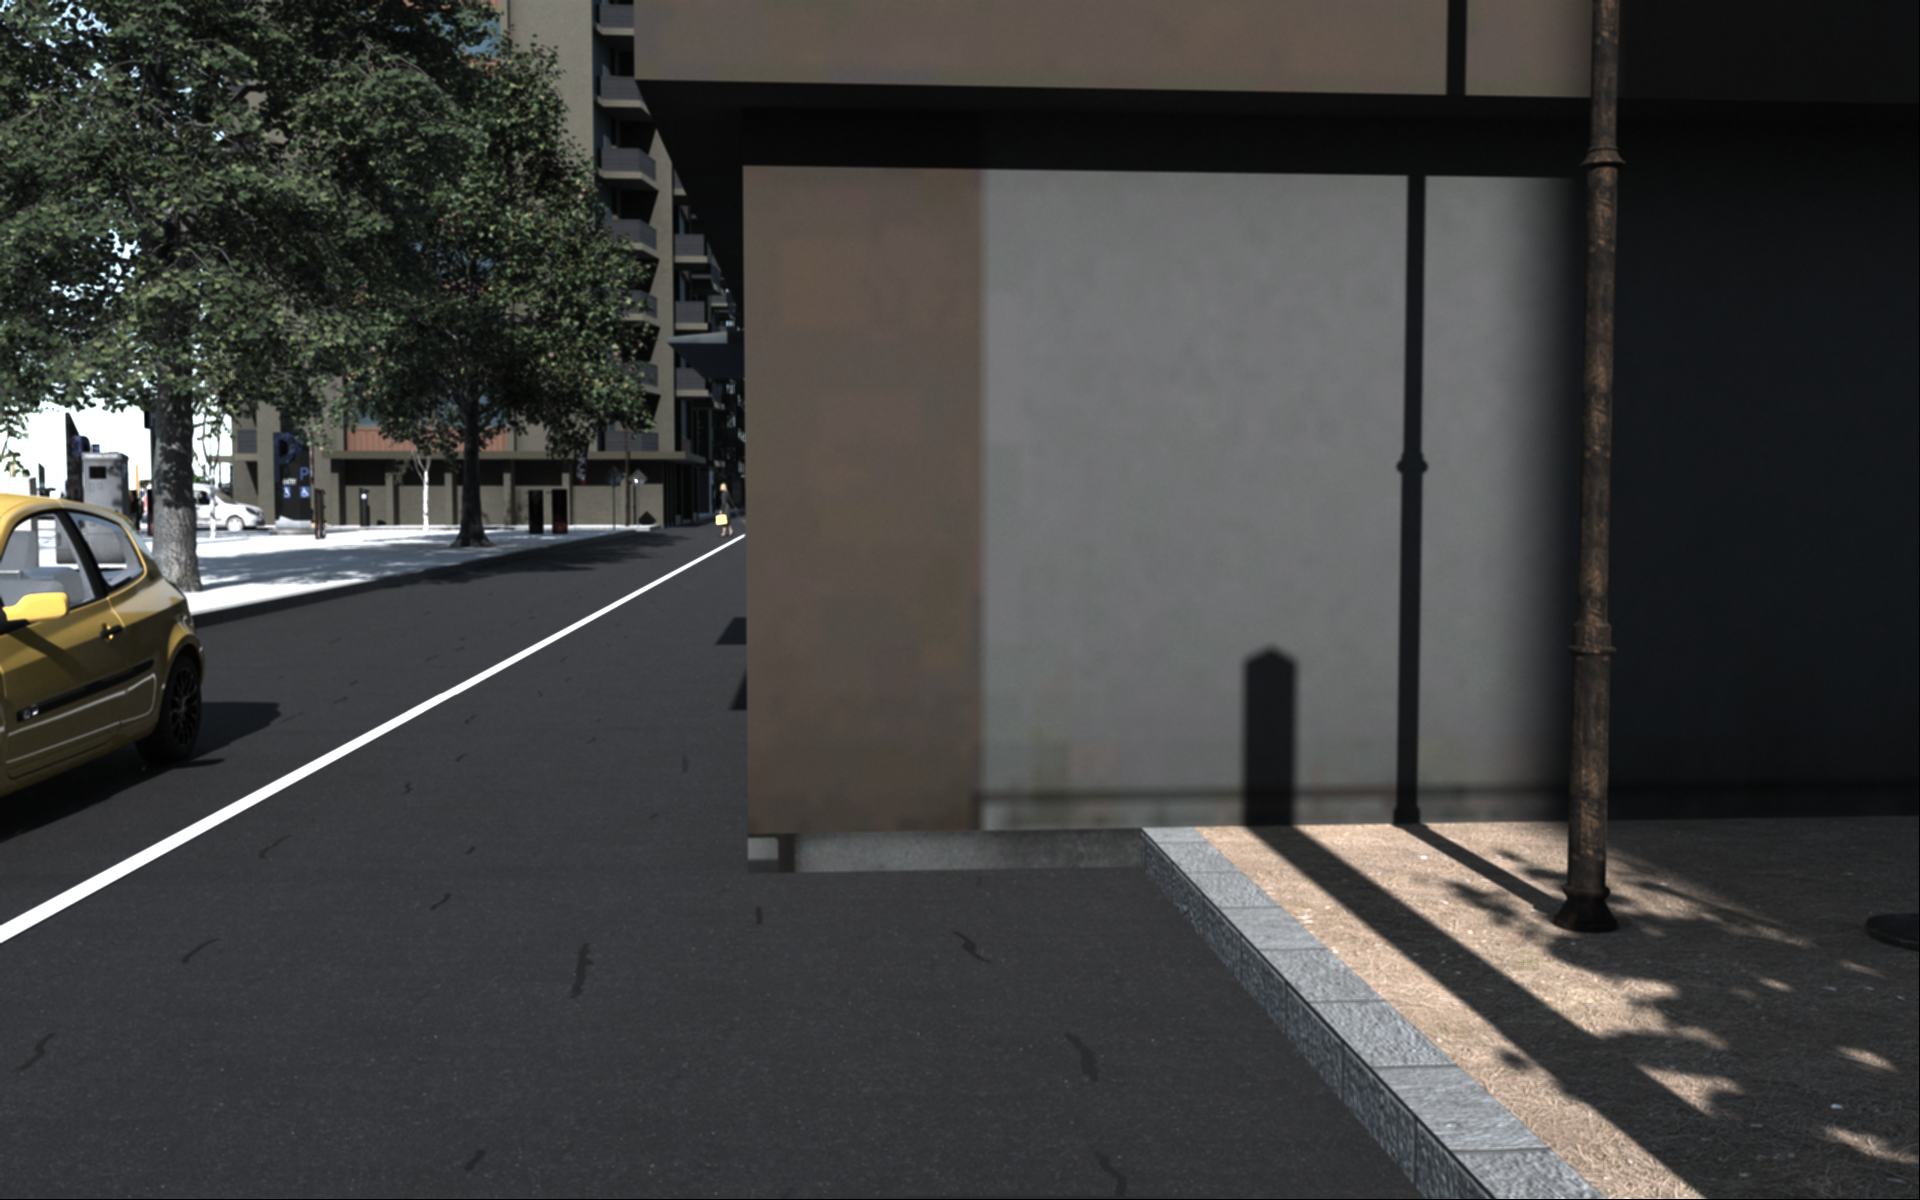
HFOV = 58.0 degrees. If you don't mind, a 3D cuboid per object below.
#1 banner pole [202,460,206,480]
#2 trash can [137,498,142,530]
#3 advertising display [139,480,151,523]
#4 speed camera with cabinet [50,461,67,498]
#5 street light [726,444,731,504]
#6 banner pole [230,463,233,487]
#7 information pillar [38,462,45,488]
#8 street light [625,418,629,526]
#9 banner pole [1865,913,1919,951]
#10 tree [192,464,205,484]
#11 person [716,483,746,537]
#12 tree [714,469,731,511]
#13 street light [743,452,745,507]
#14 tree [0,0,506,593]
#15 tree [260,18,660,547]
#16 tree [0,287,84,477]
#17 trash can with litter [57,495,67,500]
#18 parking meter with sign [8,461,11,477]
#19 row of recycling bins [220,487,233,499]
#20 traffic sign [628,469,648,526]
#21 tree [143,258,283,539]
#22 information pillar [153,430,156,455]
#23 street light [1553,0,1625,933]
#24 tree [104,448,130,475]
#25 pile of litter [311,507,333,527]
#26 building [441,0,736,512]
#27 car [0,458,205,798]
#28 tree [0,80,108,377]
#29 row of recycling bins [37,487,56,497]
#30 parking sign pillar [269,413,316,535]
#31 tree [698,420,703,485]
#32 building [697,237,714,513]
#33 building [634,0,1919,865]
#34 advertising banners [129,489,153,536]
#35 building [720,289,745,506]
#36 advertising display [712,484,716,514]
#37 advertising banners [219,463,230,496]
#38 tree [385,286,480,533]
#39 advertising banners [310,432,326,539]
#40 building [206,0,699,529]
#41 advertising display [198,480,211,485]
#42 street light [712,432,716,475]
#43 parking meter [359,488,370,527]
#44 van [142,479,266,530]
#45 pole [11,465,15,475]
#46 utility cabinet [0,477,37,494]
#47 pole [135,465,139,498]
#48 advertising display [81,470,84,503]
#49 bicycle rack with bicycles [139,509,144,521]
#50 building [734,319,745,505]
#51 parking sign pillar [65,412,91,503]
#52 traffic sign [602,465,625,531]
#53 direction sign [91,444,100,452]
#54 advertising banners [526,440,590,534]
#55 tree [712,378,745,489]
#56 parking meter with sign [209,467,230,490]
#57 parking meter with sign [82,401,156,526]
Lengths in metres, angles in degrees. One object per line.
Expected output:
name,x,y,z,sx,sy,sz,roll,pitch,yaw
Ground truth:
banner pole,-56.153,-8.487,128.783,0.401,3.779,0.863,0,4,-4
trash can,-27.939,-2.852,58.282,0.748,1.137,0.748,0,3,0
advertising display,-36.168,-4.422,77.518,0.974,1.923,0.123,-1,4,-23
speed camera with cabinet,-53.713,-6.663,103.270,0.660,3.252,2.038,-1,4,-15
street light,-19.368,-10.530,144.958,0.468,5.910,1.993,0,4,-5
banner pole,-44.121,-7.072,105.641,0.863,3.779,0.401,-3,5,-40
information pillar,-67.500,-8.317,127.335,0.504,3.616,0.183,1,4,9
street light,-13.254,-5.873,68.809,0.468,5.910,1.993,0,4,-5
banner pole,2.922,-0.922,5.086,0.401,3.779,0.863,1,4,23
tree,-41.762,-6.083,94.062,1.663,3.219,1.824,0,3,0
person,-7.606,-3.039,58.409,1.509,1.804,0.699,-3,5,-39
tree,-18.346,-8.463,132.978,1.663,3.219,1.824,0,3,0
street light,-21.458,-12.216,172.520,0.468,5.910,1.993,0,4,-5
tree,-10.411,-7.083,22.463,9.857,13.997,8.962,0,3,0
tree,-11.798,-7.637,41.875,9.611,12.733,9.660,0,3,0
tree,-27.374,-6.047,49.238,4.737,8.622,4.395,0,3,0
trash can with litter,-48.552,-5.108,94.578,2.233,1.210,1.678,-3,4,-37
parking meter with sign,-50.292,-5.733,89.990,1.738,3.016,0.543,-1,4,-22
row of recycling bins,-40.558,-5.512,97.226,1.069,1.692,3.534,0,4,2
traffic sign,-12.737,-3.968,68.514,0.795,2.450,0.064,0,4,-5
tree,-21.673,-6.096,50.026,4.737,8.622,4.395,0,3,0
information pillar,-19.773,-3.157,42.973,0.504,3.616,0.183,-3,4,-38
street light,1.859,-1.968,4.969,0.468,5.910,1.993,0,4,-5
tree,-36.118,-4.803,73.122,1.663,3.219,1.824,0,3,0
pile of litter,-25.213,-3.273,67.475,1.719,0.858,1.176,-3,5,-42
building,-31.839,-30.679,156.232,22.147,44.769,28.867,0,4,-5
car,-4.871,0.144,7.873,2.015,1.641,3.980,0,4,-6
tree,-23.534,-6.961,39.570,9.928,11.665,9.643,0,3,0
row of recycling bins,-56.611,-6.129,107.323,1.069,1.692,3.534,0,4,1
parking sign pillar,-21.023,-4.039,54.503,1.447,3.967,1.447,2,4,35
tree,-16.758,-9.207,100.891,4.737,8.622,4.395,0,3,0
building,-23.883,-20.955,114.316,14.160,30.474,14.107,0,4,-5
building,5.195,-22.155,12.340,14.600,45.320,14.200,0,4,-5
advertising banners,-24.600,-3.466,52.861,2.074,3.025,0.090,-1,4,-11
building,-34.650,-34.616,185.578,23.786,49.044,30.456,0,4,-5
advertising display,-16.275,-6.681,114.451,0.123,1.923,0.974,0,4,0
advertising banners,-34.803,-5.240,81.865,0.090,3.025,2.074,-1,4,-10
tree,-17.697,-6.551,57.471,4.360,8.622,3.978,0,3,0
advertising banners,-18.285,-3.246,49.263,0.090,3.025,2.074,-1,4,-10
building,-22.895,-26.153,82.228,22.147,44.769,28.867,0,4,-5
advertising display,-35.628,-4.684,81.793,0.974,1.923,0.123,2,4,31
street light,-17.661,-9.245,123.938,0.468,5.910,1.993,0,4,-5
parking meter,-23.542,-3.674,68.486,0.372,1.533,0.369,0,3,0
van,-27.807,-3.474,63.813,4.112,2.044,2.013,0,4,-5
pole,-64.186,-7.561,117.465,0.158,3.312,0.155,0,3,0
utility cabinet,-12.311,-0.805,21.842,1.173,1.500,0.318,-1,4,-12
pole,-57.113,-7.730,120.228,0.158,3.312,0.155,0,3,0
advertising display,-22.189,-2.417,44.738,0.974,1.923,0.123,0,4,8
bicycle rack with bicycles,-38.114,-4.237,82.665,2.852,0.926,2.925,0,4,-6
building,-34.117,-33.602,232.981,14.154,41.232,14.086,0,4,-5
parking sign pillar,-29.324,-4.232,57.666,1.447,3.967,1.447,-1,4,-11
traffic sign,-12.100,-3.481,60.554,0.795,2.450,0.064,0,4,-5
direction sign,-39.289,-5.276,78.266,0.876,3.537,0.379,-1,4,-10
advertising banners,-12.932,-3.644,55.775,2.074,3.025,0.090,-2,4,-24
tree,-19.030,-12.568,139.904,8.767,10.594,7.601,0,4,2
parking meter with sign,-48.296,-7.176,113.582,1.738,3.016,0.543,1,4,14
parking meter with sign,-15.715,-2.178,31.870,1.738,3.016,0.543,0,4,-7
